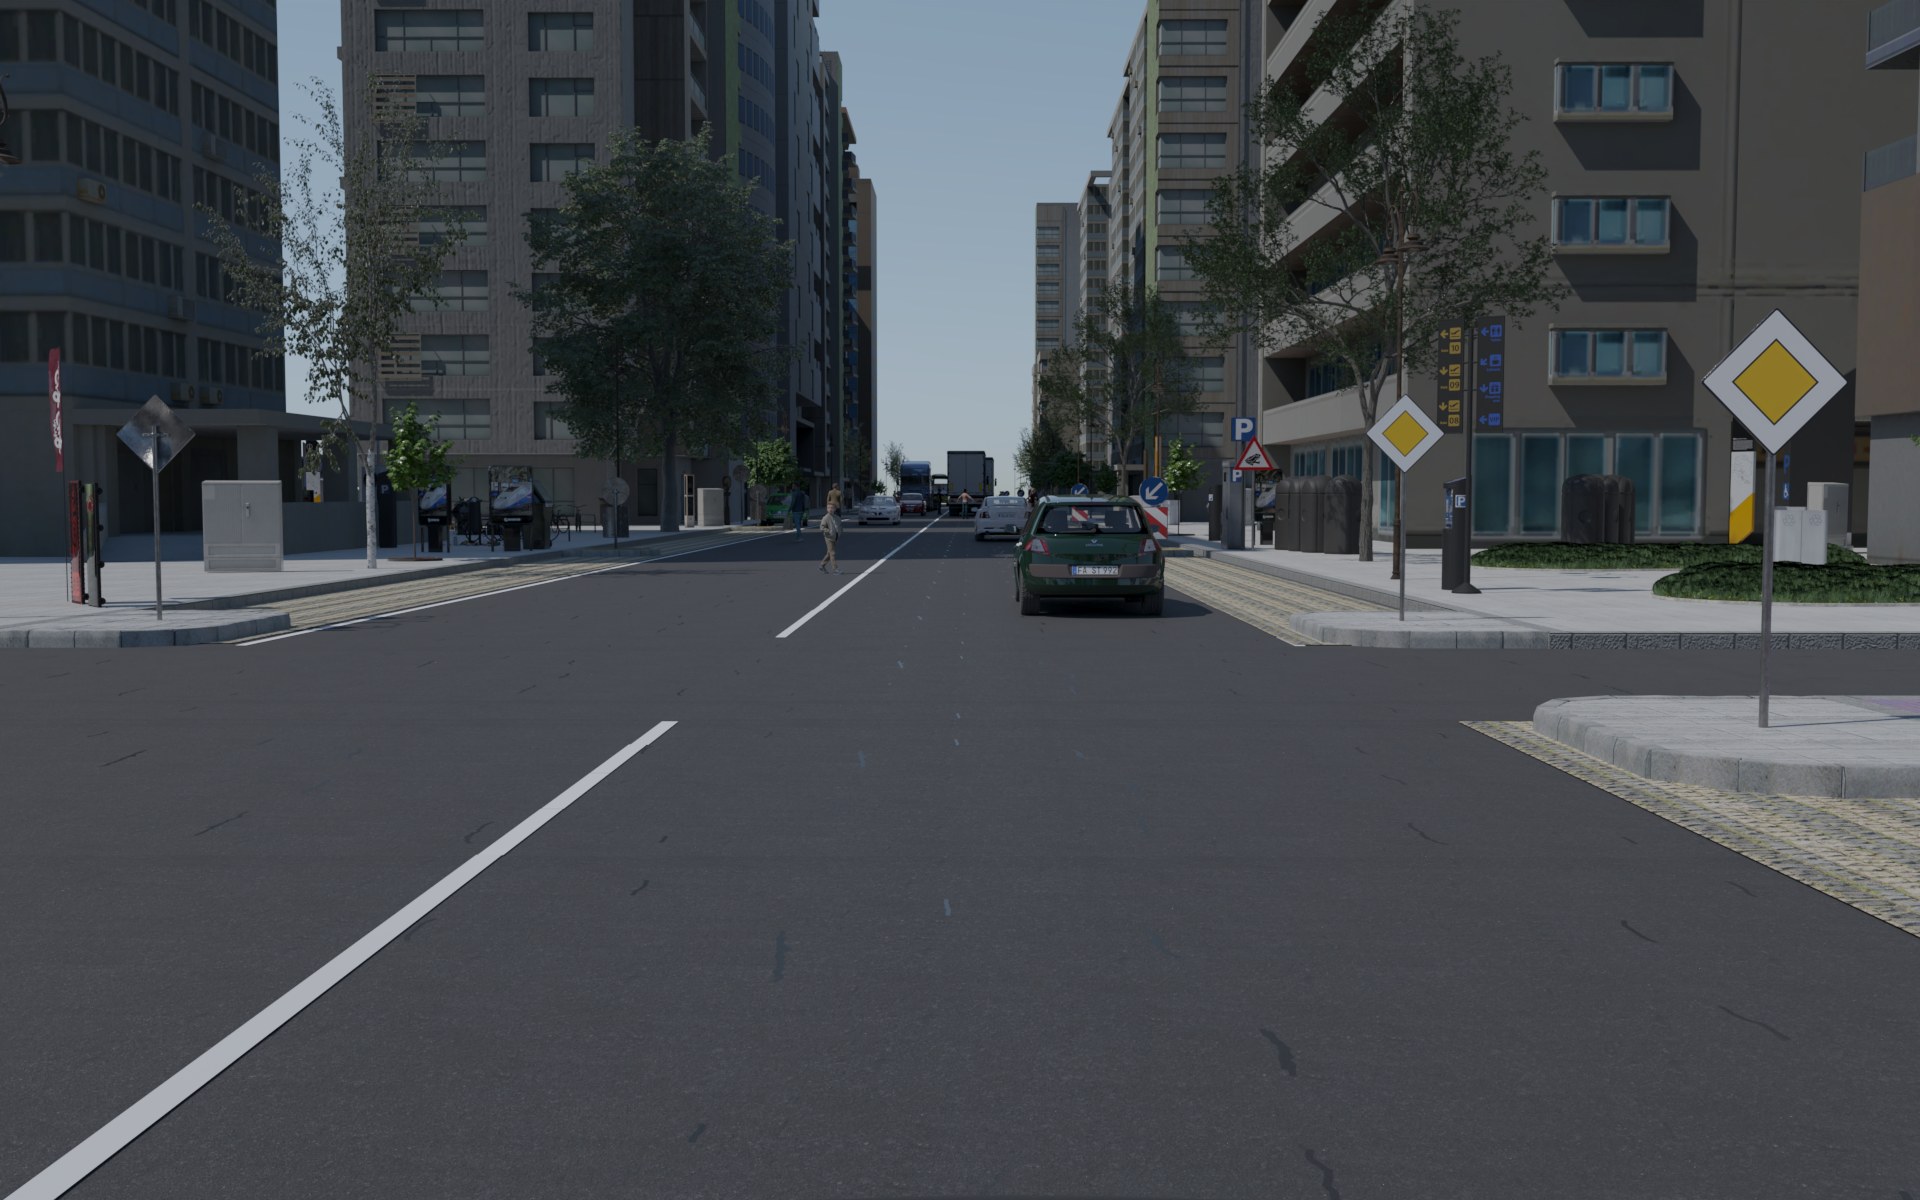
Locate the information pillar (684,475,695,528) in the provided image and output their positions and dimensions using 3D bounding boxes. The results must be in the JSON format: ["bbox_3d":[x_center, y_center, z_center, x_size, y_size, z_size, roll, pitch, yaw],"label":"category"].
[{"bbox_3d":[-10.325,-3.767,66.083,0.304,2.012,0.304,-2,4,-26],"label":"information pillar"}]

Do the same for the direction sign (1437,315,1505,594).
[{"bbox_3d":[6.550,-1.853,22.291,0.876,3.537,0.379,3,5,39],"label":"direction sign"}]

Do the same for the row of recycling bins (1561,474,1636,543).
[{"bbox_3d":[13.585,-1.809,36.695,1.069,1.692,3.534,2,4,34],"label":"row of recycling bins"}]

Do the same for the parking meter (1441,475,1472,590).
[{"bbox_3d":[6.647,-0.903,23.174,0.372,1.533,0.369,0,3,0],"label":"parking meter"}]

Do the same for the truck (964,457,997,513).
[{"bbox_3d":[1.440,-9.031,136.565,2.839,4.237,11.283,0,4,2],"label":"truck"}]

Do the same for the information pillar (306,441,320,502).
[{"bbox_3d":[-24.319,-4.509,65.081,0.504,3.616,0.183,-1,4,-11],"label":"information pillar"}]

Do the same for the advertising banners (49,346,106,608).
[{"bbox_3d":[-10.300,-1.466,20.158,0.090,3.025,2.074,-3,5,-40],"label":"advertising banners"}]

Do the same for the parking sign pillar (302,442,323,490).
[{"bbox_3d":[-33.211,-6.159,89.179,1.447,3.967,1.447,0,4,2],"label":"parking sign pillar"}]

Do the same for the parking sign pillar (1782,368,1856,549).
[{"bbox_3d":[18.434,-2.980,37.194,1.447,3.967,1.447,0,4,7],"label":"parking sign pillar"}]

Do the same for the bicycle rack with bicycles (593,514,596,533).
[{"bbox_3d":[-13.306,-2.695,57.441,2.852,0.926,2.925,-2,4,-27],"label":"bicycle rack with bicycles"}]

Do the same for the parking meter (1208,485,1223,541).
[{"bbox_3d":[6.999,-2.387,47.442,0.372,1.533,0.369,0,3,0],"label":"parking meter"}]

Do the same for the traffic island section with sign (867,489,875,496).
[{"bbox_3d":[-7.356,-8.317,144.615,1.989,1.847,2.006,0,4,0],"label":"traffic island section with sign"}]

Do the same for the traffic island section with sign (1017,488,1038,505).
[{"bbox_3d":[4.786,-6.630,117.025,1.989,1.847,2.006,0,4,0],"label":"traffic island section with sign"}]

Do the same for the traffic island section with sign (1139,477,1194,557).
[{"bbox_3d":[4.305,-1.927,40.135,1.989,1.847,2.006,0,4,0],"label":"traffic island section with sign"}]

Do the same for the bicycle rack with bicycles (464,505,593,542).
[{"bbox_3d":[-12.031,-2.055,46.977,2.925,0.926,2.852,-3,5,-40],"label":"bicycle rack with bicycles"}]

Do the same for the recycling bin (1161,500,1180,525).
[{"bbox_3d":[8.590,-3.604,71.484,0.722,1.027,0.722,3,5,43],"label":"recycling bin"}]

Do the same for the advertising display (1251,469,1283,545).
[{"bbox_3d":[7.726,-2.348,43.600,0.974,1.923,0.123,-2,4,-34],"label":"advertising display"}]

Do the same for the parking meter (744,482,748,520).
[{"bbox_3d":[-10.738,-4.896,85.754,0.399,1.863,0.255,-3,5,-40],"label":"parking meter"}]

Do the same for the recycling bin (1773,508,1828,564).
[{"bbox_3d":[13.128,-0.890,27.104,0.722,1.027,0.722,1,4,20],"label":"recycling bin"}]

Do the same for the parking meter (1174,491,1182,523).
[{"bbox_3d":[9.819,-4.419,77.961,0.255,1.863,0.399,2,4,34],"label":"parking meter"}]

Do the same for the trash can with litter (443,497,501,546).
[{"bbox_3d":[-11.959,-1.955,43.027,1.678,1.210,2.233,-3,5,-45],"label":"trash can with litter"}]

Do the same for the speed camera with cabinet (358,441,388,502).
[{"bbox_3d":[-19.121,-3.699,54.821,2.038,3.252,0.660,1,4,12],"label":"speed camera with cabinet"}]

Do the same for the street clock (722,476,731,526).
[{"bbox_3d":[-9.459,-4.022,70.334,0.358,2.002,0.471,1,4,11],"label":"street clock"}]

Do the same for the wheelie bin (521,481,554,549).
[{"bbox_3d":[-9.893,-1.982,40.309,0.693,1.594,0.980,0,4,4],"label":"wheelie bin"}]

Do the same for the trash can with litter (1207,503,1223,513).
[{"bbox_3d":[9.571,-3.173,63.271,1.055,1.170,0.624,0,4,-1],"label":"trash can with litter"}]

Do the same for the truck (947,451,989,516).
[{"bbox_3d":[0.510,-7.852,117.296,2.839,4.237,11.283,0,4,1],"label":"truck"}]

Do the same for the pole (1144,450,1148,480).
[{"bbox_3d":[8.622,-5.293,80.380,0.158,3.312,0.155,0,3,0],"label":"pole"}]

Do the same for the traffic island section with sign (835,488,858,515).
[{"bbox_3d":[-7.530,-6.640,117.199,1.989,1.847,2.006,0,4,0],"label":"traffic island section with sign"}]

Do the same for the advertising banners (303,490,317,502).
[{"bbox_3d":[-20.940,-3.514,53.648,2.074,3.025,0.090,0,4,5],"label":"advertising banners"}]

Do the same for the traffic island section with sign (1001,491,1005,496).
[{"bbox_3d":[5.488,-13.358,227.031,1.989,1.847,2.006,0,4,0],"label":"traffic island section with sign"}]

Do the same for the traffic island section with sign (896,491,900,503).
[{"bbox_3d":[-7.007,-11.717,200.204,1.989,1.847,2.006,0,4,0],"label":"traffic island section with sign"}]

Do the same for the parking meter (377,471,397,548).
[{"bbox_3d":[-13.637,-2.172,41.218,0.399,1.863,0.255,0,4,7],"label":"parking meter"}]

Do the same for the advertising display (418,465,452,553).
[{"bbox_3d":[-11.546,-2.010,38.074,0.974,1.923,0.123,2,4,33],"label":"advertising display"}]

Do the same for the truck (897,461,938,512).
[{"bbox_3d":[-3.368,-9.623,147.092,2.967,4.110,18.799,0,4,2],"label":"truck"}]

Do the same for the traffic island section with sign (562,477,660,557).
[{"bbox_3d":[-8.017,-1.924,40.088,1.989,1.847,2.006,0,4,0],"label":"traffic island section with sign"}]

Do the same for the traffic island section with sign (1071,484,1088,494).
[{"bbox_3d":[4.479,-3.576,67.090,1.989,1.847,2.006,0,4,0],"label":"traffic island section with sign"}]

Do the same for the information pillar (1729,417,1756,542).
[{"bbox_3d":[15.362,-2.608,33.990,0.183,3.616,0.504,-2,4,-32],"label":"information pillar"}]

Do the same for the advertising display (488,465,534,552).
[{"bbox_3d":[-10.023,-2.048,38.705,0.974,1.923,0.123,-2,4,-26],"label":"advertising display"}]

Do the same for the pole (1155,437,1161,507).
[{"bbox_3d":[7.030,-4.140,61.525,0.158,3.312,0.155,0,3,0],"label":"pole"}]

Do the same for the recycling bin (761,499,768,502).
[{"bbox_3d":[-9.424,-4.475,85.717,0.722,1.027,0.722,1,4,10],"label":"recycling bin"}]

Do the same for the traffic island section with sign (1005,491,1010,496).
[{"bbox_3d":[4.953,-8.312,144.528,1.989,1.847,2.006,0,4,0],"label":"traffic island section with sign"}]

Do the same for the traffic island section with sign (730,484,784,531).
[{"bbox_3d":[-7.851,-3.598,67.461,1.989,1.847,2.006,0,4,0],"label":"traffic island section with sign"}]

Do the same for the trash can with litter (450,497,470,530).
[{"bbox_3d":[-18.046,-3.097,62.025,1.055,1.170,0.624,1,4,19],"label":"trash can with litter"}]
